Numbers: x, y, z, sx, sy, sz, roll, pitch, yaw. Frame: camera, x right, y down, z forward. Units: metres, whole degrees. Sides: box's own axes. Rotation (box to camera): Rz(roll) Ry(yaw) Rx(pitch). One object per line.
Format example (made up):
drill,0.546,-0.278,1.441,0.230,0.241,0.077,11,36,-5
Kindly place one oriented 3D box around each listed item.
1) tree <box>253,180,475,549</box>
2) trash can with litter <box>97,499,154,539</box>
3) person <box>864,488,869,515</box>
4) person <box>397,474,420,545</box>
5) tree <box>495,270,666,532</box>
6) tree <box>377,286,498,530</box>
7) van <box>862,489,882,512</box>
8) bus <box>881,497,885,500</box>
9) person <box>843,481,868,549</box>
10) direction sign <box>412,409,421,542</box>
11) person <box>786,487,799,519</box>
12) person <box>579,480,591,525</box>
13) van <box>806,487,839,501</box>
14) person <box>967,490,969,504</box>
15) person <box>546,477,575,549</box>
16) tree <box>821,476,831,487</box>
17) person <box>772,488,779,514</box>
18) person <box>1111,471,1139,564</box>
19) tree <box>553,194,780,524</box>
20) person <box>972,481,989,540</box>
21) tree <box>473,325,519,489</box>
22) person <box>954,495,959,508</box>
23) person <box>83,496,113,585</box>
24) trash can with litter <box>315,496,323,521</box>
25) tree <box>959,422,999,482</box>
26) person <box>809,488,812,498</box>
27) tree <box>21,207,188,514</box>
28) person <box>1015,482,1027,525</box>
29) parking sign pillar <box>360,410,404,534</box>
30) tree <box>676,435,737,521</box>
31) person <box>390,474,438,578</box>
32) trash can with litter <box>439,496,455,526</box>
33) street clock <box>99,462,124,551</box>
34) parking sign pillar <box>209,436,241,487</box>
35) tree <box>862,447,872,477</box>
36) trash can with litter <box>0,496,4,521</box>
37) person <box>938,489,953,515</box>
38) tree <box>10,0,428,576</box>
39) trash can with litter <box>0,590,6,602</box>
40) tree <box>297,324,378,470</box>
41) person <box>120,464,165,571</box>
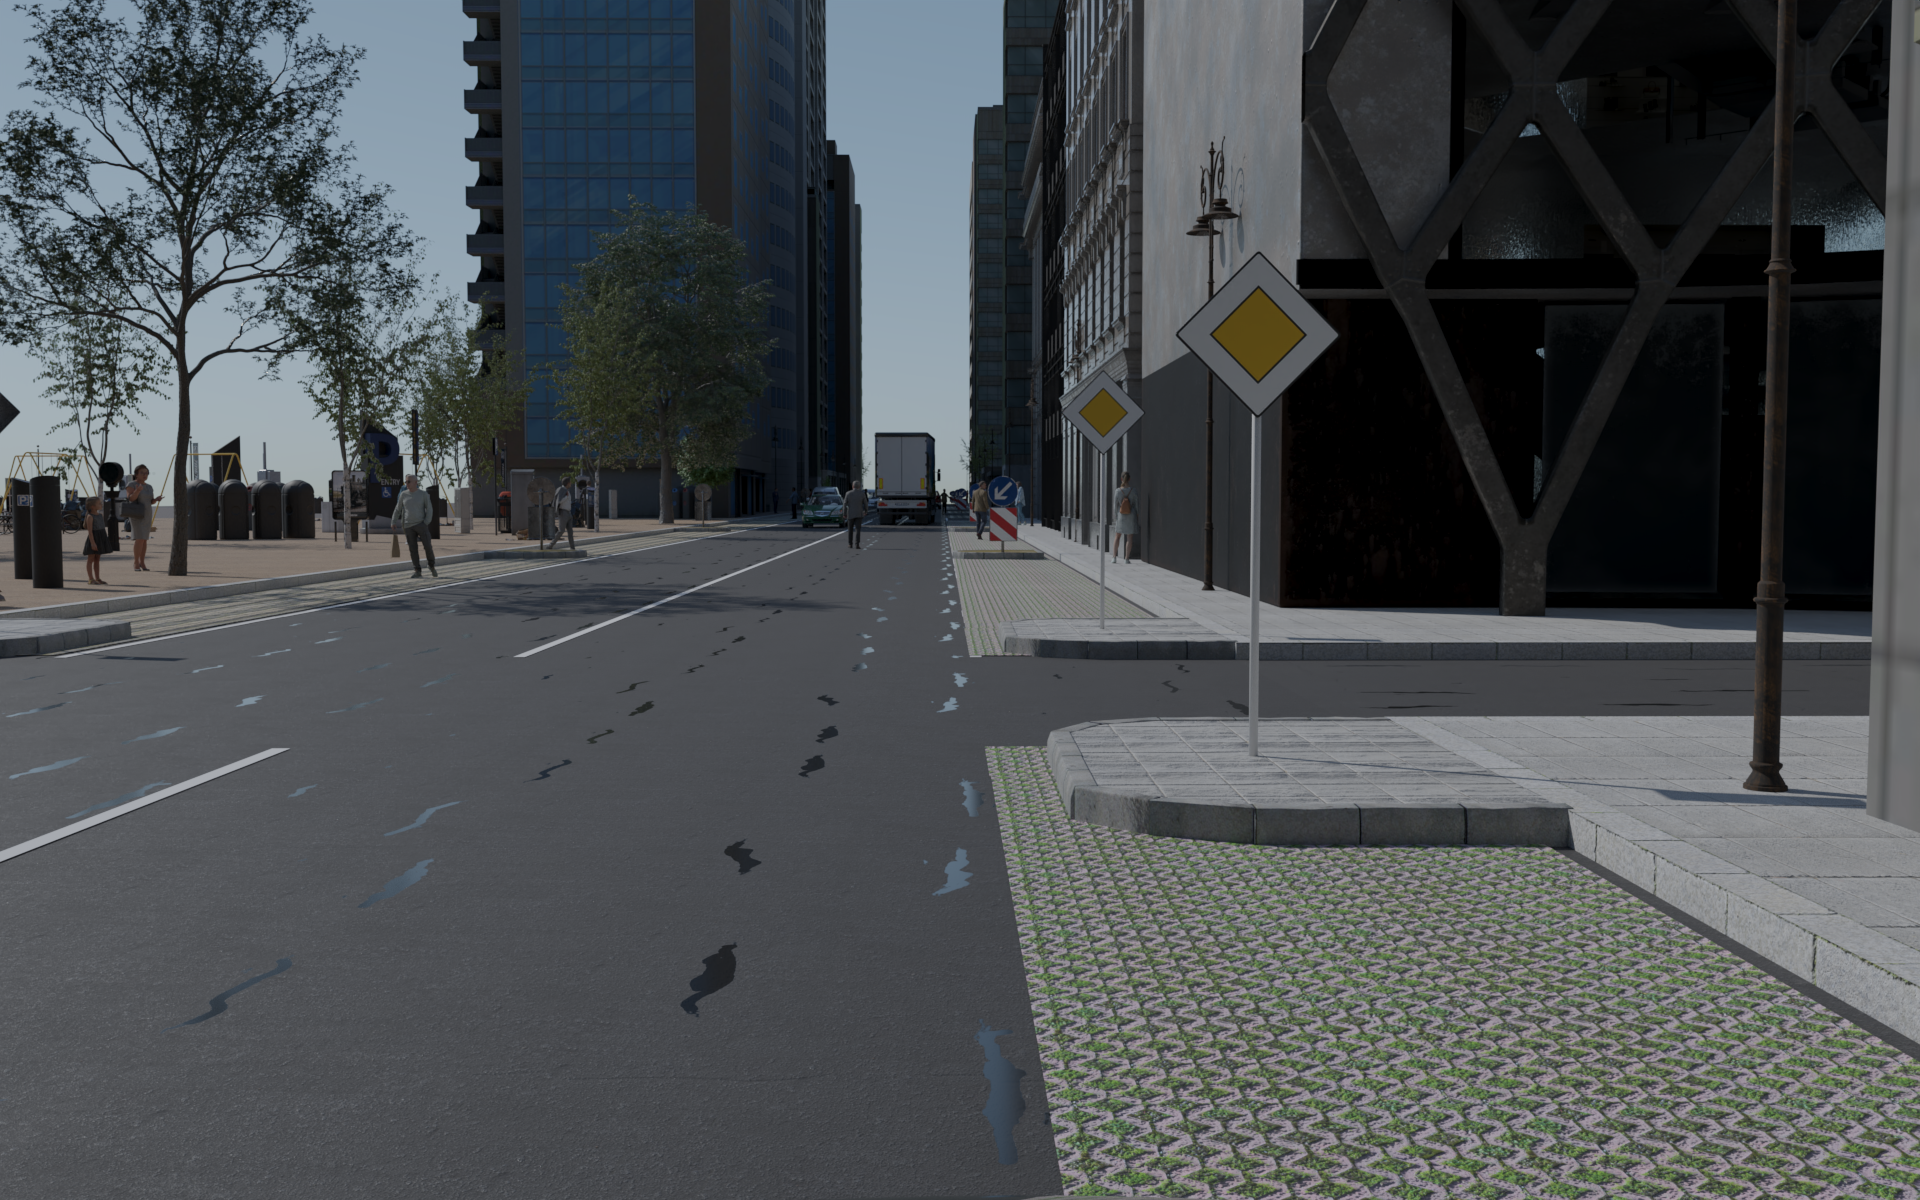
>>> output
tree,-14.139,-5.510,40.457,4.360,8.622,3.978,0,3,0
trash can with litter,-23.903,-2.343,49.372,1.678,1.210,2.233,2,4,33
person,-6.452,-6.774,119.277,0.705,1.821,1.348,0,4,5
person,-13.739,-2.257,43.295,0.601,1.785,0.444,0,4,-6
tree,-12.101,-6.583,57.992,4.737,8.622,4.395,0,3,0
tree,-17.369,-6.832,62.061,4.737,8.622,4.395,0,3,0
van,-7.059,-7.875,135.768,2.013,2.044,4.112,0,4,-2
bus,-7.918,-13.120,206.059,2.896,3.916,12.252,0,3,0
person,-2.751,-2.237,45.474,0.661,1.777,0.834,-1,4,-9
direction sign,-14.595,-3.332,46.479,0.379,3.537,0.876,-1,4,-8
person,-9.465,-5.509,98.557,0.705,1.826,1.348,2,4,26
person,-15.353,-4.012,71.424,0.659,1.850,0.755,0,4,-6
van,-7.494,-5.454,96.183,2.013,2.044,4.112,0,4,-1
person,0.985,-13.998,234.852,0.705,1.831,1.348,0,4,2
person,-9.364,-1.975,40.892,0.850,1.850,0.679,0,4,3
tree,-12.832,-10.591,167.757,1.663,3.219,1.824,0,3,0
person,-12.125,-6.542,113.916,0.541,1.710,0.530,-3,4,-38
person,3.052,-1.522,31.929,0.512,1.701,0.522,0,4,3
tree,-12.675,-10.300,75.056,9.857,13.997,8.962,0,3,0
person,0.667,-2.789,54.016,0.656,1.842,0.836,1,4,10
tree,-21.253,-7.575,74.212,4.360,8.622,3.978,0,3,0
person,-0.223,-10.309,177.132,0.705,1.814,1.350,-3,5,-44
person,-12.211,-0.846,24.537,0.373,1.253,0.362,1,4,12
trash can with litter,-30.315,-4.387,82.788,2.233,1.210,1.678,-1,4,-8
tree,2.132,-13.779,175.641,4.737,8.622,4.395,0,3,0
person,-10.679,-7.082,124.232,0.705,1.831,1.348,-2,4,-34
tree,-22.398,-5.795,45.107,4.360,8.622,3.978,0,3,0
person,2.491,-3.974,71.275,0.793,1.790,0.793,3,5,42
parking sign pillar,-18.615,-4.119,55.810,1.447,3.967,1.447,3,4,38
tree,-12.298,-6.143,84.160,4.285,4.588,4.351,0,3,0
person,-9.372,-1.260,29.585,0.782,1.767,0.515,0,3,0
trash can with litter,-21.396,-3.620,70.250,2.233,1.210,1.678,0,4,4
street clock,-19.037,-2.100,38.905,0.471,2.002,0.358,0,4,4
parking sign pillar,-33.734,-5.569,79.525,1.447,3.967,1.447,-3,5,-43
tree,-14.798,-18.308,249.699,4.360,8.622,3.978,0,3,0
trash can with litter,-46.453,-4.424,83.385,1.678,1.210,2.233,0,4,-8
person,-1.076,-6.904,121.476,1.348,1.812,0.705,-3,5,-39
tree,-12.001,-5.668,27.081,7.601,10.594,8.767,-2,4,-27
trash can with litter,-11.358,-0.513,19.779,1.055,1.170,0.624,1,4,23
tree,-25.950,-7.555,73.888,4.737,8.622,4.395,0,3,0
person,-13.618,-1.370,28.797,0.532,1.782,0.716,1,4,23
